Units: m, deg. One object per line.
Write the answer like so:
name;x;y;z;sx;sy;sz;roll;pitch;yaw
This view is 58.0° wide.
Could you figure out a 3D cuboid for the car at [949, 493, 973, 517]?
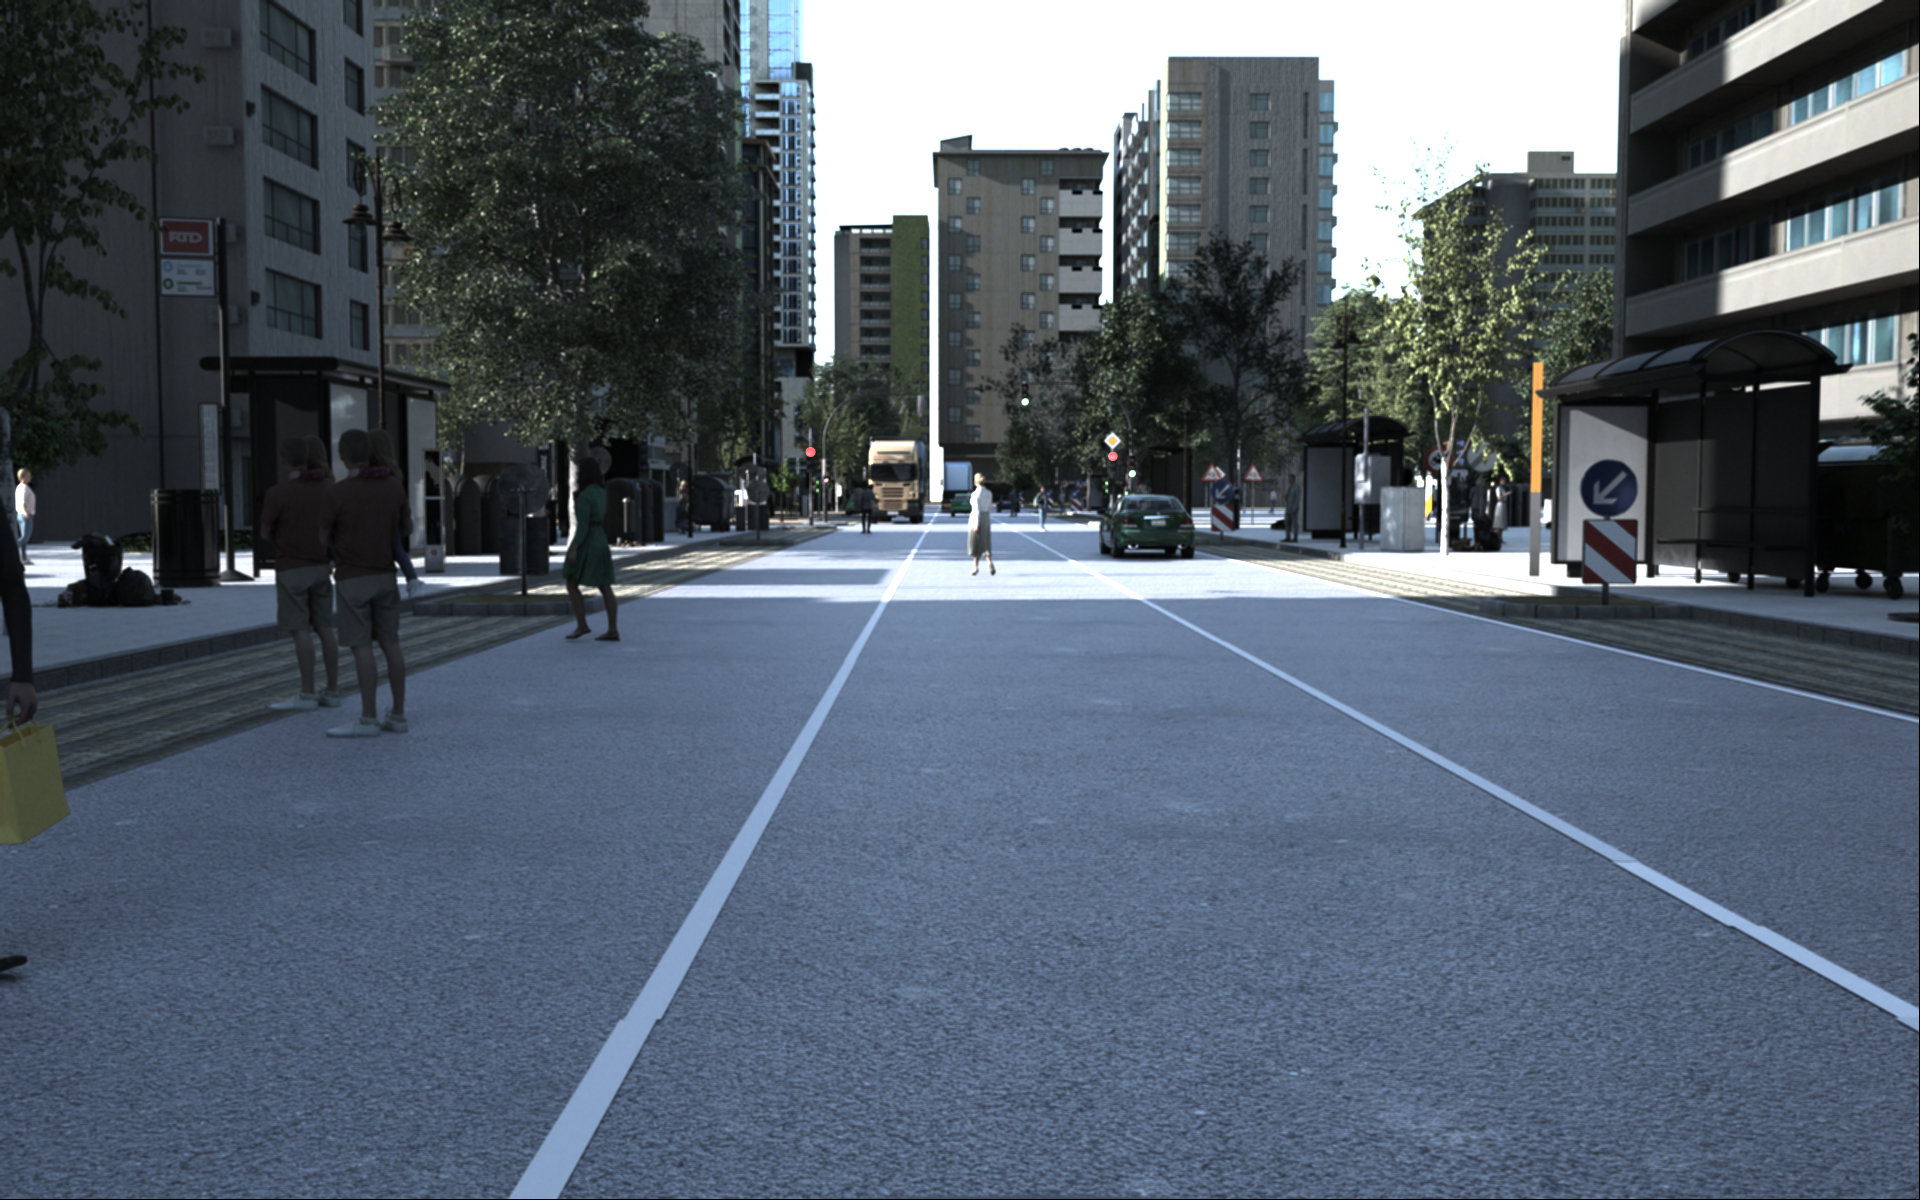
car;0.310;-6.217;110.449;1.959;1.807;4.718;0;4;0

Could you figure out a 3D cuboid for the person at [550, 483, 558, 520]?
person;-20.264;-4.952;86.813;0.655;1.846;0.447;0;4;5

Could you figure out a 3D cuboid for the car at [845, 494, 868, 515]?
car;-6.254;-6.133;109.071;1.959;1.807;4.718;0;4;-1

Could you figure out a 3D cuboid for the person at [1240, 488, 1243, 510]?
person;22.828;-8.267;141.426;0.699;1.804;1.509;2;4;34

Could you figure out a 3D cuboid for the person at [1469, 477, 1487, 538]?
person;15.277;-2.747;51.147;0.537;1.800;0.526;0;3;0

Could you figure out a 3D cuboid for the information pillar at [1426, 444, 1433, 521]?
information pillar;22.048;-5.503;81.324;0.183;3.616;0.504;-1;4;-12

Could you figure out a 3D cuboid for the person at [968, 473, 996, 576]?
person;0.405;-1.326;30.398;0.478;1.798;0.641;-2;4;-30

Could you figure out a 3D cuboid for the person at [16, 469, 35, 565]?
person;-16.952;-1.499;31.229;0.731;1.740;0.598;3;4;37

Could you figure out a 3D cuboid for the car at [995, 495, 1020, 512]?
car;3.788;-7.578;136.487;1.945;1.354;3.894;0;4;-1

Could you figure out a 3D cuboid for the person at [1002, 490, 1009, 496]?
person;4.542;-9.999;172.128;1.348;1.807;0.705;2;4;28

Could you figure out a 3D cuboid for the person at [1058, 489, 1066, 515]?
person;6.843;-6.512;115.561;0.643;1.750;0.593;-1;4;-9

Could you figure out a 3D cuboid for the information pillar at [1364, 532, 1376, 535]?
information pillar;12.935;-3.065;54.600;0.304;2.012;0.304;2;4;31

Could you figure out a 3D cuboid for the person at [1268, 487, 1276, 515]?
person;19.280;-6.123;106.829;0.598;1.740;0.731;-2;4;-28

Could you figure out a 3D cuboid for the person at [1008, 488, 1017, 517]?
person;3.321;-6.202;110.071;0.590;1.801;0.661;1;4;10

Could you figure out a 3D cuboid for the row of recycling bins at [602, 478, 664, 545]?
row of recycling bins;-8.584;-2.339;45.358;1.069;1.692;3.534;0;4;6

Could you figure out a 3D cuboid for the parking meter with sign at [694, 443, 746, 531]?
parking meter with sign;-8.289;-3.891;59.877;1.738;3.016;0.543;-1;4;-9

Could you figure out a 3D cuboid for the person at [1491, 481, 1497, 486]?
person;22.008;-3.969;70.960;0.620;1.820;0.660;-2;4;-24

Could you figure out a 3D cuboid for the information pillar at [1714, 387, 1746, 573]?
information pillar;12.505;-2.252;28.179;0.504;3.616;0.183;0;4;7

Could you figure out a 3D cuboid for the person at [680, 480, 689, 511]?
person;-10.880;-3.809;68.295;0.573;1.828;0.580;-3;4;-37

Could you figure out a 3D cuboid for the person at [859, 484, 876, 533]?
person;-3.383;-3.344;63.354;0.592;1.802;0.473;1;4;19

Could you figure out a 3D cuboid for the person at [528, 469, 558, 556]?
person;-8.572;-1.753;34.977;0.850;1.792;0.678;-2;4;-29

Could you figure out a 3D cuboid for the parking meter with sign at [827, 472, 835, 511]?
parking meter with sign;-10.632;-8.483;134.961;1.738;3.016;0.543;0;4;4

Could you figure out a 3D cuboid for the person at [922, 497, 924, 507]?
person;-4.257;-11.562;197.551;0.705;1.823;1.348;3;5;41

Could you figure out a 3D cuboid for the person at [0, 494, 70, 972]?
person;-3.435;0.213;5.241;1.509;1.804;0.699;2;4;24

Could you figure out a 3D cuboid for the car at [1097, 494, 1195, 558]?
car;4.303;-1.734;40.146;2.131;1.459;4.920;0;4;-1

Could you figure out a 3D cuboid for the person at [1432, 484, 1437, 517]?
person;27.023;-5.670;98.588;0.661;1.843;0.795;-1;4;-15

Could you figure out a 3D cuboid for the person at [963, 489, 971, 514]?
person;0.623;-6.979;122.881;0.850;1.792;0.678;1;4;11

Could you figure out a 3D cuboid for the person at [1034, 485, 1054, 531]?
person;3.217;-3.571;67.227;0.721;1.781;0.623;2;4;35

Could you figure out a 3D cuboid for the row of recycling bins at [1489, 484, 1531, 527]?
row of recycling bins;22.017;-3.773;68.808;1.069;1.692;3.534;3;4;38

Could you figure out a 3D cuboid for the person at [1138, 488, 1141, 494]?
person;15.573;-8.914;151.754;0.822;1.834;0.622;-1;4;-21

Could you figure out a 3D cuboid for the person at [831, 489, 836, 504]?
person;-13.474;-10.785;182.309;1.348;1.831;0.705;1;4;17

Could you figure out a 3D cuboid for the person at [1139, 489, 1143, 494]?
person;16.999;-9.564;163.215;0.445;1.727;0.742;2;4;33

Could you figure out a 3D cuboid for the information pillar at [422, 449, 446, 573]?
information pillar;-8.556;-1.450;28.194;0.304;2.012;0.304;-1;4;-10

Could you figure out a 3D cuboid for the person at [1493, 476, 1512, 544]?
person;14.080;-2.336;44.803;0.524;1.755;0.480;2;4;34

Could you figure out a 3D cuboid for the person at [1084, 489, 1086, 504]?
person;14.043;-11.427;192.968;1.348;1.812;0.705;-3;5;-40

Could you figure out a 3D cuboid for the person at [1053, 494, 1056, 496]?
person;9.371;-10.583;179.080;1.348;1.823;0.705;-1;4;-23

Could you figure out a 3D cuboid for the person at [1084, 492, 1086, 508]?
person;11.404;-9.101;155.381;0.617;1.759;0.750;1;4;16

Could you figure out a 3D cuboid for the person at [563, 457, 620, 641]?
person;-3.589;-0.496;16.854;0.529;1.795;0.600;0;4;3

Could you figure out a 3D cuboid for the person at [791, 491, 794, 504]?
person;-19.509;-11.884;201.819;0.593;1.643;0.415;2;4;30

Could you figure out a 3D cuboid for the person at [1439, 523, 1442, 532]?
person;16.608;-3.228;59.101;0.850;1.792;0.678;-2;4;-29

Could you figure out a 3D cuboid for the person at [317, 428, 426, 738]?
person;-3.517;-0.117;10.383;0.573;1.828;0.580;0;4;-7

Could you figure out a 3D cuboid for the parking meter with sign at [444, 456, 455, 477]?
parking meter with sign;-23.480;-5.093;79.528;0.543;3.016;1.738;-1;4;-15

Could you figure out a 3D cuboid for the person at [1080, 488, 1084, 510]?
person;9.571;-7.949;136.563;0.362;1.759;0.519;2;4;31

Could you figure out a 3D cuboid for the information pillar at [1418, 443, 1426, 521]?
information pillar;21.165;-5.401;79.653;0.183;3.616;0.504;0;4;4

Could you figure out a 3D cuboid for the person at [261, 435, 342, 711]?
person;-4.364;-0.192;11.612;0.573;1.828;0.580;-1;4;-15

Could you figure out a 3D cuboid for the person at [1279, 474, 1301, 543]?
person;8.812;-2.434;45.932;0.391;1.810;0.635;-2;4;-24

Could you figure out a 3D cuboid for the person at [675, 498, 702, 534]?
person;-8.786;-2.675;55.273;0.738;1.151;1.012;-2;4;-34

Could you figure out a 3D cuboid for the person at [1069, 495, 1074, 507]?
person;11.456;-10.439;177.382;0.551;1.740;0.621;-3;5;-42
